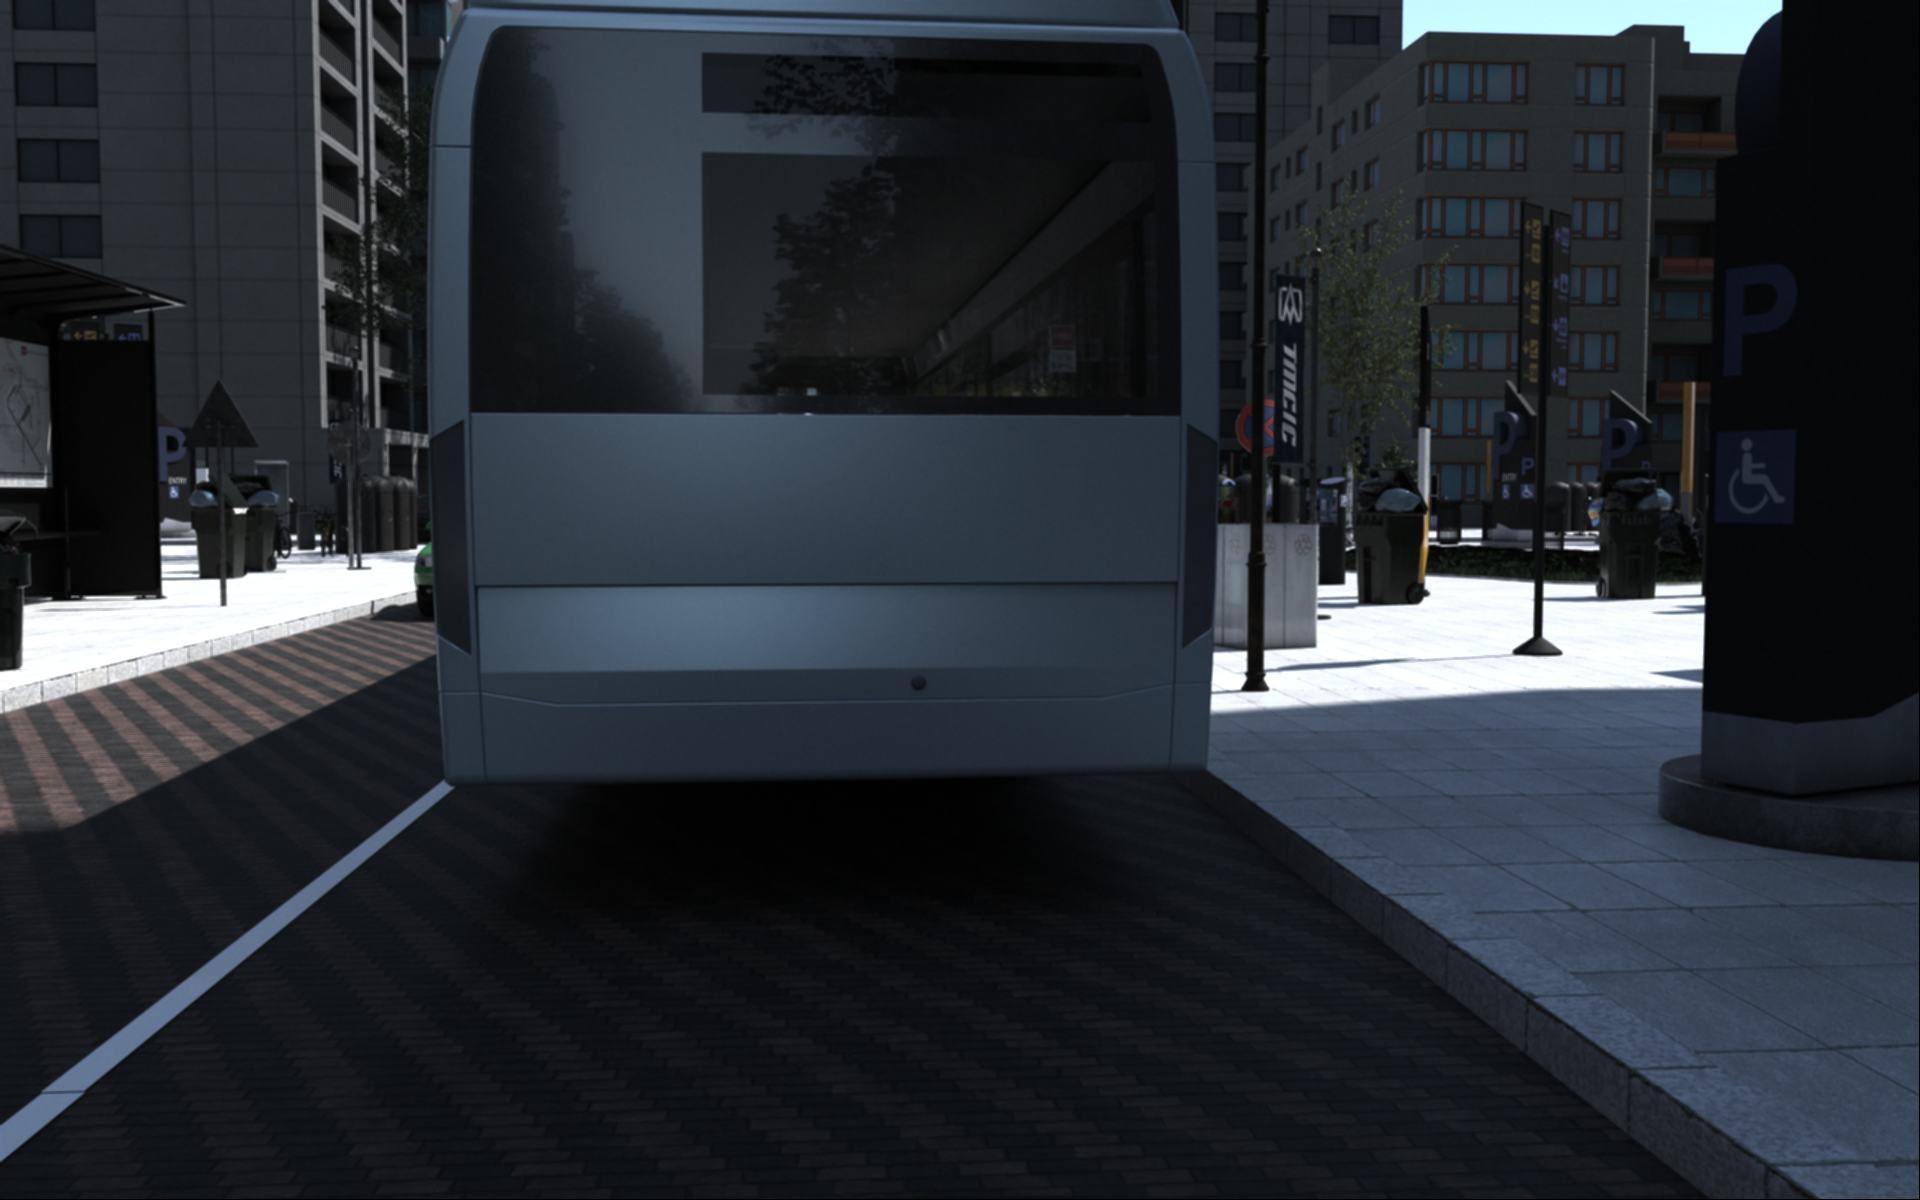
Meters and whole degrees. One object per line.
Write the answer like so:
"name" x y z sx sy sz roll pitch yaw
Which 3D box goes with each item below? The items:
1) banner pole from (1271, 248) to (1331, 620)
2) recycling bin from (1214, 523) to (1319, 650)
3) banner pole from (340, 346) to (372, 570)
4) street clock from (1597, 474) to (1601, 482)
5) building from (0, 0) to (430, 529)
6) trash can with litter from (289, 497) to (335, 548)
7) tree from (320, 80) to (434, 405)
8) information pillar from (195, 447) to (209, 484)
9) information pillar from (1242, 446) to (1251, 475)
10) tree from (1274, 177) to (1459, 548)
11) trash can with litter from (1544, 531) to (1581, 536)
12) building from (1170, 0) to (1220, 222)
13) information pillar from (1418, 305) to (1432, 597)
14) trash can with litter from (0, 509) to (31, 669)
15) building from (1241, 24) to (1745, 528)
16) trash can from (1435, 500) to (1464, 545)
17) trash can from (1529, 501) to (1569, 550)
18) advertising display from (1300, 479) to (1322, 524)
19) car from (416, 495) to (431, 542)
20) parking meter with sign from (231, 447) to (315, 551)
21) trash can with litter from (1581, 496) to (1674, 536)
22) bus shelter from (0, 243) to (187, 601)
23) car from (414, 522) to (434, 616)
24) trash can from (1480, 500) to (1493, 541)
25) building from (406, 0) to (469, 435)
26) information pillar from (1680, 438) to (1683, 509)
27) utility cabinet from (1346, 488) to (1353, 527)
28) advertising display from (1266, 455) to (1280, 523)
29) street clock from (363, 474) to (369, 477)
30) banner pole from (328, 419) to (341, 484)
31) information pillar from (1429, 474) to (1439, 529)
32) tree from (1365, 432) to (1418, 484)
"banner pole" 3.445 -1.686 17.586 0.863 3.779 0.401 -3 5 -39
"recycling bin" 2.536 -0.127 14.637 0.722 1.027 0.722 -2 4 -23
"banner pole" -10.144 -2.396 29.185 0.401 3.779 0.863 -1 4 -23
"street clock" 23.574 -3.611 63.614 0.358 2.002 0.471 3 5 43
"building" -32.366 -38.729 71.472 20.563 71.187 20.611 0 4 -5
"trash can with litter" -15.815 -1.866 41.572 2.233 1.210 1.678 0 4 4
"tree" -9.386 -6.223 36.165 8.767 10.594 7.601 0 4 -2
"information pillar" -24.347 -3.934 55.673 0.504 3.616 0.183 2 4 25
"information pillar" 13.117 -5.380 79.316 0.504 3.616 0.183 1 4 8
"tree" 9.555 -5.562 41.303 4.737 8.622 4.395 0 3 0
"trash can with litter" 18.999 -2.571 53.086 2.233 1.210 1.678 2 4 31
"building" 13.450 -40.754 104.579 20.563 71.187 20.611 0 4 -5
"information pillar" 5.842 -1.862 21.805 0.183 3.616 0.504 1 4 22
"trash can with litter" -7.351 -0.078 12.669 1.055 1.170 0.624 1 4 19
"building" 30.658 -14.370 79.994 28.899 21.520 27.650 0 4 -5
"trash can" 12.442 -1.981 44.039 0.748 1.137 0.748 0 3 0
"trash can" 11.798 -1.411 34.725 0.748 1.137 0.748 0 3 0
"advertising display" 14.616 -4.097 72.199 0.974 1.923 0.123 -1 4 -16
"car" -14.572 -2.251 46.597 4.222 1.686 2.009 0 4 -3
"parking meter with sign" -15.600 -2.632 39.299 1.738 3.016 0.543 -2 4 -30
"trash can with litter" 15.614 -1.722 39.216 1.678 1.210 2.233 -2 4 -33
"bus shelter" -10.004 -1.637 18.051 1.731 3.624 6.357 0 4 -5
"car" -5.587 -0.798 21.837 1.959 1.807 4.718 0 4 -4
"trash can" 13.300 -1.921 43.062 0.748 1.137 0.748 0 3 0
"building" -48.389 -33.978 175.155 30.456 49.044 23.786 0 4 -5
"information pillar" 26.569 -4.420 63.630 0.183 3.616 0.504 1 4 11
"utility cabinet" 14.586 -3.483 65.625 0.318 1.500 1.173 2 4 25
"advertising display" 5.029 -1.410 28.260 0.123 1.923 0.974 0 4 -5
"street clock" -21.825 -3.616 63.696 0.358 2.002 0.471 -1 4 -18
"banner pole" -18.124 -3.724 50.912 0.863 3.779 0.401 -2 4 -30
"information pillar" 17.641 -3.665 64.421 0.304 2.012 0.304 1 4 18
"tree" 13.306 -3.617 53.733 1.663 3.219 1.824 0 3 0
